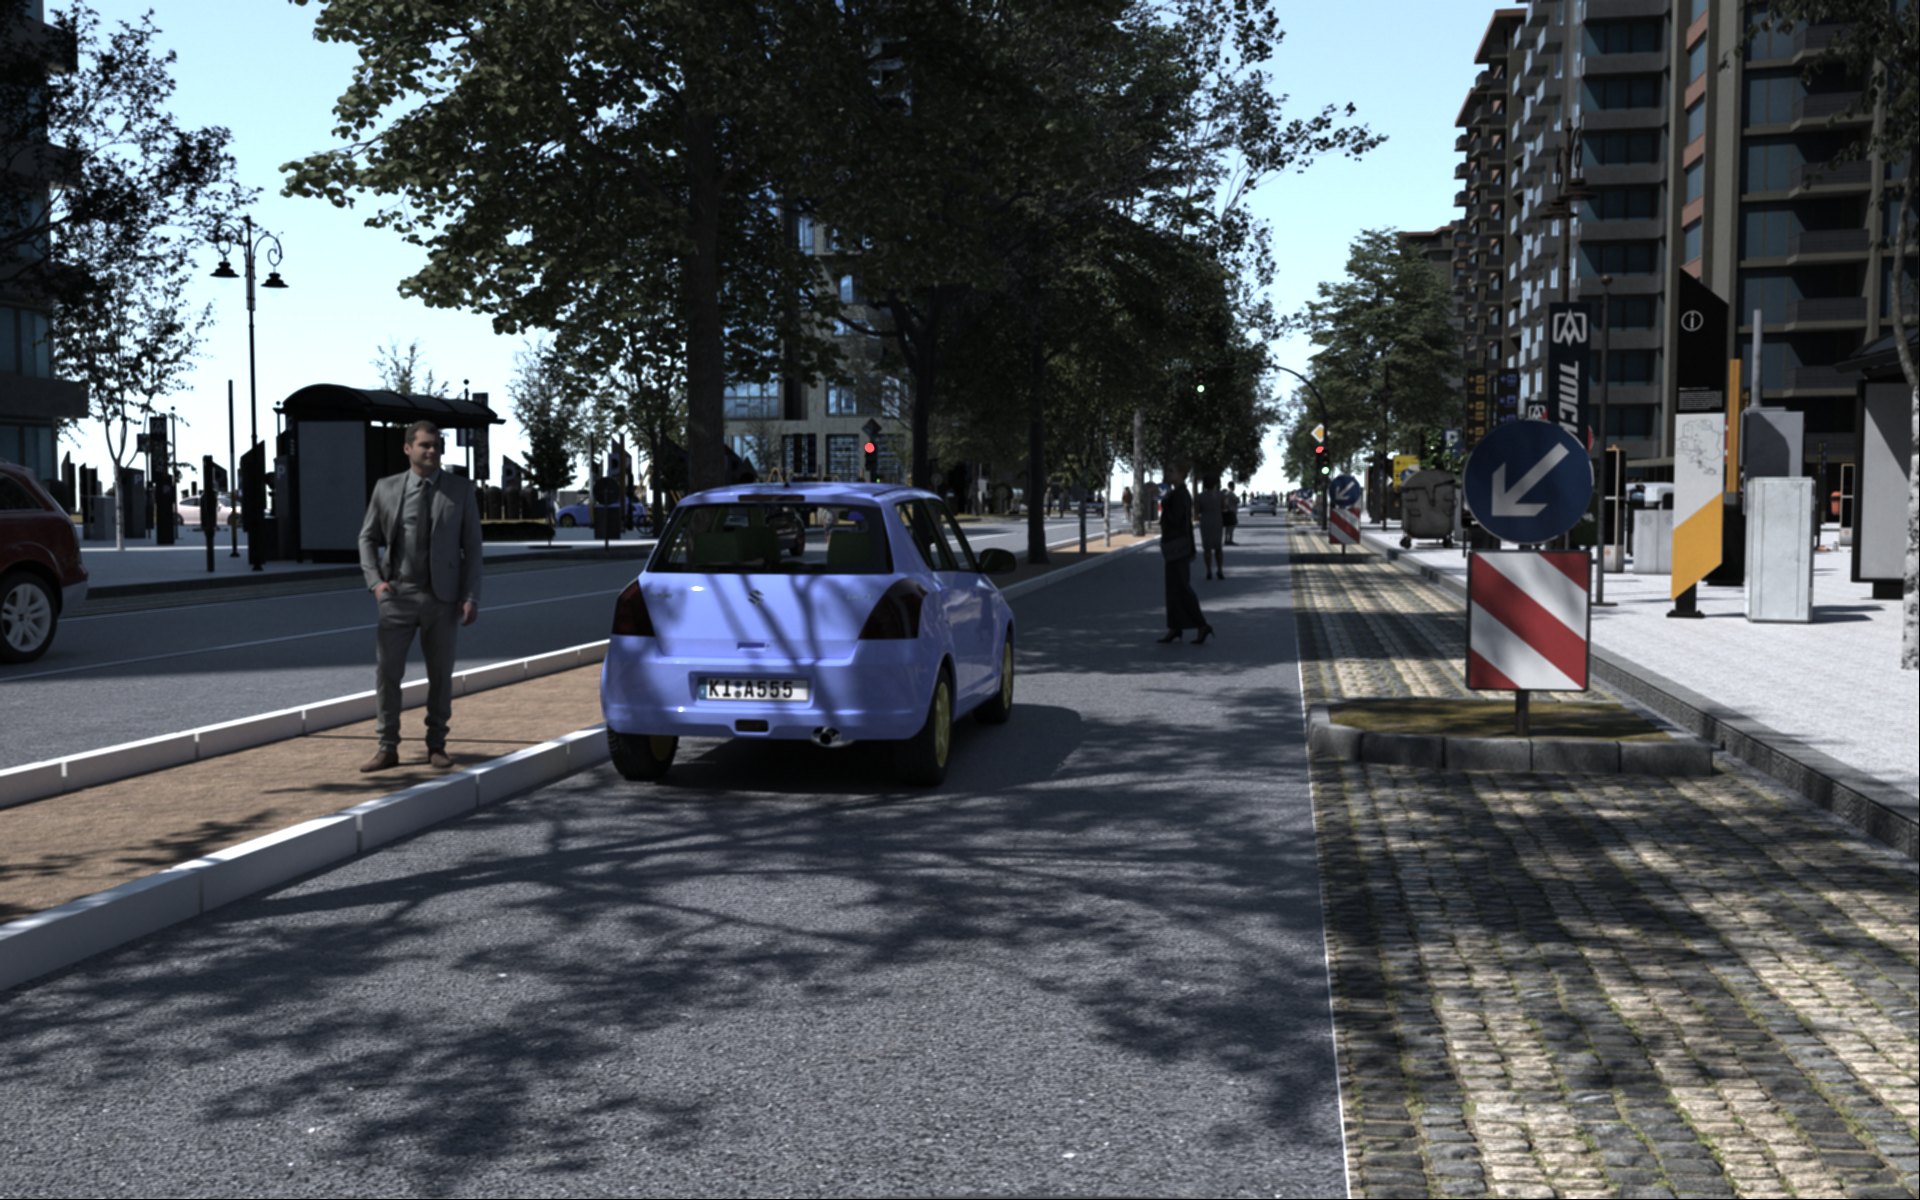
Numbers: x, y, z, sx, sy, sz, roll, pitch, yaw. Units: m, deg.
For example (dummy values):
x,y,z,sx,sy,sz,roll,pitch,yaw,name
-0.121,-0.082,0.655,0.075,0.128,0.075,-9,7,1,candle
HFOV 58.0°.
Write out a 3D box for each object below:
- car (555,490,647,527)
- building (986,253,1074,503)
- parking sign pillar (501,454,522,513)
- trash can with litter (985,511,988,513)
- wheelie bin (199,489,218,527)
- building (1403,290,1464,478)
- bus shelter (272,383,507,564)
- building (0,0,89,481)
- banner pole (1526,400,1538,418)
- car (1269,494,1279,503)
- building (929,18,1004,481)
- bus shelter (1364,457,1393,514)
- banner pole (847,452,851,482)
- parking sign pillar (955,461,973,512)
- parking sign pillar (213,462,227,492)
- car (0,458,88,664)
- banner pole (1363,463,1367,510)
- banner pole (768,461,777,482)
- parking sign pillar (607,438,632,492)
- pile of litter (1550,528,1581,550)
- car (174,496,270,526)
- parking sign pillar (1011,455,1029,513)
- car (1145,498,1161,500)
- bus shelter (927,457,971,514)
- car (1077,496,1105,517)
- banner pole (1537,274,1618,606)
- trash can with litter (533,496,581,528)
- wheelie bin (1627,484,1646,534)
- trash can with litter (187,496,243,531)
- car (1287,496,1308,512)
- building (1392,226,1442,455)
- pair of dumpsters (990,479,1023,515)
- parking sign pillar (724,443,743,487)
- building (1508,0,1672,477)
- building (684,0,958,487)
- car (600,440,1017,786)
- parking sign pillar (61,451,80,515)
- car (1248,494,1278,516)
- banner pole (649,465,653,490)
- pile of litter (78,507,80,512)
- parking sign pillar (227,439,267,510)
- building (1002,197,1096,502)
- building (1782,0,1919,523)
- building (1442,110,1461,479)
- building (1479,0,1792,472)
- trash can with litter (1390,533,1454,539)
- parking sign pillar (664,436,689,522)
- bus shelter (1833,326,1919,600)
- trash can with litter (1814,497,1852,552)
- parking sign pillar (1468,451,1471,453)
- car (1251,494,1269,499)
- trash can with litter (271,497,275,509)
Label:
x,y,z,sx,sy,sz,roll,pitch,yaw,name
-14.765,-3.761,71.080,3.694,1.707,1.945,1,4,9,car
0.240,-34.687,259.006,32.217,40.220,23.993,1,4,11,building
-30.247,-7.851,116.839,1.447,3.967,1.447,1,4,11,parking sign pillar
2.082,-6.531,117.836,1.678,1.210,2.233,-1,4,-15,trash can with litter
-29.148,-3.627,67.205,0.693,1.594,0.980,-2,4,-26,wheelie bin
73.467,-29.815,259.169,14.160,30.474,14.107,1,4,11,building
-11.149,-2.478,34.443,2.014,3.302,5.546,1,4,10,bus shelter
-42.105,-26.021,45.057,30.456,49.044,23.786,1,4,11,building
13.681,-3.097,40.650,0.863,3.779,0.401,1,4,16,banner pole
47.920,-15.539,265.867,2.131,1.459,4.920,1,4,9,car
-10.374,-37.062,195.206,28.713,52.752,27.495,1,4,11,building
28.584,-7.778,118.460,1.731,3.624,6.357,1,4,11,bus shelter
-6.543,-6.856,102.116,0.401,3.779,0.863,1,4,9,banner pole
0.262,-8.166,121.994,1.447,3.967,1.447,-2,4,-29,parking sign pillar
-56.616,-8.793,132.244,1.447,3.967,1.447,-2,4,-29,parking sign pillar
-9.177,-0.288,13.388,2.281,1.827,5.304,1,4,11,car
32.904,-9.211,140.608,0.401,3.779,0.863,1,4,23,banner pole
-14.124,-8.570,130.131,0.863,3.779,0.401,-1,4,-13,banner pole
-16.309,-5.783,83.027,1.447,3.967,1.447,3,4,37,parking sign pillar
10.085,-0.970,29.823,1.719,0.858,1.176,-3,4,-38,pile of litter
-31.465,-3.728,73.314,4.827,1.381,2.083,1,4,10,car
4.251,-8.051,120.101,1.447,3.967,1.447,3,4,37,parking sign pillar
10.333,-5.161,93.178,1.959,1.807,4.718,1,4,11,car
-0.673,-7.258,109.949,1.731,3.624,6.357,1,4,10,bus shelter
8.452,-5.937,109.651,1.945,1.354,3.894,1,4,9,car
7.142,-1.827,19.883,0.863,3.779,0.401,1,4,8,banner pole
-15.556,-3.344,65.731,2.233,1.210,1.678,-1,4,-9,trash can with litter
21.874,-2.927,55.764,0.693,1.594,0.980,0,4,1,wheelie bin
-26.064,-3.016,60.374,1.678,1.210,2.233,0,4,-2,trash can with litter
27.552,-7.842,140.792,1.945,1.354,3.894,1,4,11,car
81.573,-38.243,279.902,22.147,44.769,28.867,1,4,11,building
2.905,-6.493,108.646,1.574,2.255,4.437,1,4,10,pair of dumpsters
-11.484,-6.054,87.451,1.447,3.967,1.447,3,5,41,parking sign pillar
51.476,-30.734,122.113,23.786,49.044,30.456,1,4,11,building
-11.983,-52.101,164.517,22.319,86.520,31.000,1,4,11,building
-0.688,-0.019,9.907,1.945,1.707,3.694,1,4,9,car
-55.667,-7.319,108.143,1.447,3.967,1.447,-3,5,-45,parking sign pillar
20.198,-6.325,115.421,2.014,1.417,4.499,1,4,10,car
-22.991,-8.560,129.972,0.401,3.779,0.863,3,5,44,banner pole
-61.017,-6.572,121.416,1.176,0.858,1.719,2,4,35,pile of litter
-34.807,-5.911,85.113,1.447,3.967,1.447,2,4,34,parking sign pillar
10.315,-45.326,283.077,21.231,58.520,28.212,1,4,11,building
48.438,-26.234,83.553,28.867,44.769,22.147,1,4,11,building
63.969,-32.329,183.203,22.147,44.769,28.867,1,4,11,building
57.746,-30.607,155.050,22.147,44.769,28.867,1,4,11,building
13.616,-2.359,49.620,2.233,1.210,1.678,3,5,41,trash can with litter
-12.894,-5.569,79.532,1.447,3.967,1.447,-3,5,-39,parking sign pillar
11.200,-1.499,18.437,2.014,3.302,5.546,1,4,10,bus shelter
19.314,-1.731,39.359,1.678,1.210,2.233,0,4,0,trash can with litter
31.339,-7.157,105.491,1.447,3.967,1.447,3,4,37,parking sign pillar
28.679,-9.316,164.112,2.131,1.459,4.920,1,4,9,car
-26.808,-3.379,66.299,2.233,1.210,1.678,-3,5,-40,trash can with litter
